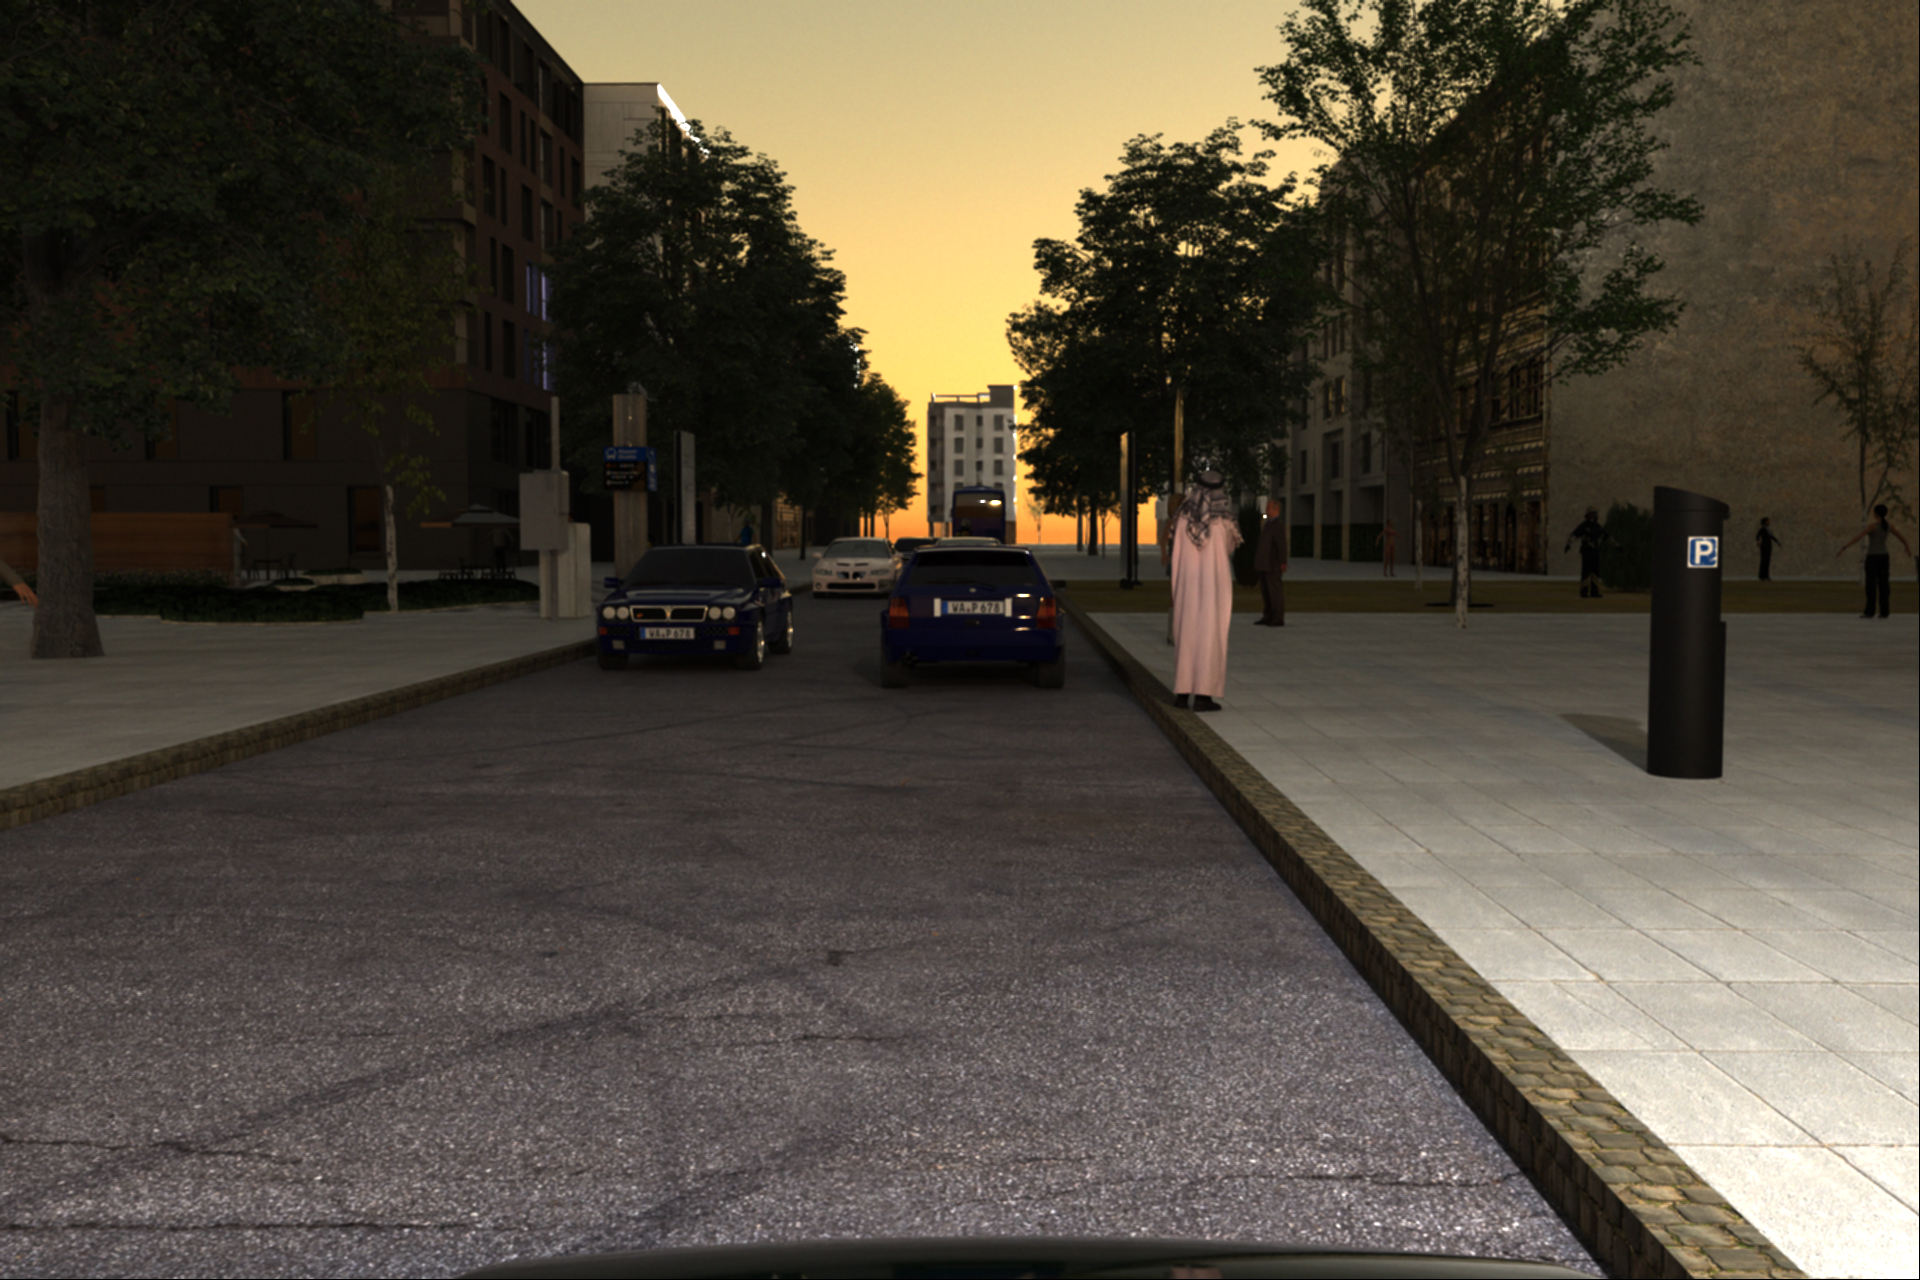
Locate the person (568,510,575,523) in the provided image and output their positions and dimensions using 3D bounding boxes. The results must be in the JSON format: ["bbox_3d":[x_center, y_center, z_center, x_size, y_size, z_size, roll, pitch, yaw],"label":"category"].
[{"bbox_3d":[-8.401,-1.893,37.225,0.705,1.796,1.348,0,4,-4],"label":"person"}]

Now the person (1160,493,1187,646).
[{"bbox_3d":[2.594,-0.812,19.887,0.721,1.753,1.214,2,4,33],"label":"person"}]

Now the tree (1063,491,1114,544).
[{"bbox_3d":[16.741,-17.758,224.748,7.601,10.594,8.767,0,4,-4],"label":"tree"}]

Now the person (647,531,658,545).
[{"bbox_3d":[-11.233,-3.342,60.572,1.347,1.837,0.705,-1,4,-21],"label":"person"}]

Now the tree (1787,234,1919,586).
[{"bbox_3d":[22.361,-5.671,43.077,4.360,8.622,3.978,0,3,0],"label":"tree"}]

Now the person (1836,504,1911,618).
[{"bbox_3d":[14.005,-1.205,26.518,1.217,1.737,0.721,0,4,-7],"label":"person"}]

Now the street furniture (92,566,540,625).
[{"bbox_3d":[-10.719,-0.847,29.469,5.734,0.657,10.072,1,4,12],"label":"street furniture"}]

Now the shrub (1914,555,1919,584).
[{"bbox_3d":[22.266,-1.731,39.416,1.383,1.207,1.383,0,3,0],"label":"shrub"}]

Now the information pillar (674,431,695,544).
[{"bbox_3d":[-6.367,-2.987,40.147,0.184,3.620,1.656,0,4,1],"label":"information pillar"}]

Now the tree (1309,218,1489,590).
[{"bbox_3d":[10.782,-5.464,39.706,4.360,8.622,3.978,0,3,0],"label":"tree"}]

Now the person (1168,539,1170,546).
[{"bbox_3d":[7.223,-3.010,55.404,1.347,1.806,0.705,-1,4,-19],"label":"person"}]

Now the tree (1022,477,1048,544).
[{"bbox_3d":[10.320,-16.470,219.651,4.360,8.622,3.978,0,3,0],"label":"tree"}]

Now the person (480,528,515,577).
[{"bbox_3d":[-13.718,-2.779,51.570,1.348,1.813,0.705,2,4,28],"label":"person"}]

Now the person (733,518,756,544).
[{"bbox_3d":[-7.002,-3.087,56.603,0.704,1.817,1.347,-3,5,-40],"label":"person"}]

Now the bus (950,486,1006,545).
[{"bbox_3d":[0.894,-5.895,87.924,2.896,3.916,12.251,0,3,0],"label":"bus"}]

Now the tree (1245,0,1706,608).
[{"bbox_3d":[8.796,-6.390,30.228,9.928,11.665,9.643,0,3,0],"label":"tree"}]

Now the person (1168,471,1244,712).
[{"bbox_3d":[1.787,-0.362,12.626,0.551,1.740,0.621,0,4,8],"label":"person"}]

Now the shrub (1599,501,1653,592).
[{"bbox_3d":[14.810,-2.068,38.230,1.690,2.028,1.600,0,3,0],"label":"shrub"}]

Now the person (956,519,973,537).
[{"bbox_3d":[0.180,-2.442,48.149,0.705,1.858,1.354,-2,4,-28],"label":"person"}]

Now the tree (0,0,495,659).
[{"bbox_3d":[-9.470,-6.796,17.763,9.857,13.997,8.962,0,3,0],"label":"tree"}]

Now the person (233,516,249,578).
[{"bbox_3d":[-21.244,-2.731,50.841,0.705,1.806,1.347,-3,5,-44],"label":"person"}]

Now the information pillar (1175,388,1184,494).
[{"bbox_3d":[3.555,-2.251,28.153,0.183,3.616,0.504,0,4,1],"label":"information pillar"}]

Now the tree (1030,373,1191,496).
[{"bbox_3d":[7.891,-9.095,83.110,8.767,10.594,7.601,-3,4,-39],"label":"tree"}]

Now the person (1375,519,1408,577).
[{"bbox_3d":[13.004,-2.778,52.227,1.217,1.733,0.721,-2,4,-26],"label":"person"}]

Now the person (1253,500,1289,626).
[{"bbox_3d":[4.331,-1.078,24.225,0.434,1.755,0.990,-1,4,-11],"label":"person"}]

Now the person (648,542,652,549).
[{"bbox_3d":[-8.029,-2.283,43.299,0.705,1.833,1.349,-2,4,-30],"label":"person"}]

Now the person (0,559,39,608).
[{"bbox_3d":[-5.218,-0.126,8.825,1.215,1.744,0.721,1,4,18],"label":"person"}]

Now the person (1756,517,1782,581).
[{"bbox_3d":[22.284,-2.509,47.751,1.216,1.740,0.721,-3,4,-37],"label":"person"}]

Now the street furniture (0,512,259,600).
[{"bbox_3d":[-19.489,-1.786,36.059,9.812,1.723,11.010,-1,4,-20],"label":"street furniture"}]

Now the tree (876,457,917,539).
[{"bbox_3d":[-9.551,-18.209,223.465,9.928,11.665,9.643,0,3,0],"label":"tree"}]

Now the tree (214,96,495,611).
[{"bbox_3d":[-9.285,-4.721,27.557,4.737,8.622,4.395,0,3,0],"label":"tree"}]

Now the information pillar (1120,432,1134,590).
[{"bbox_3d":[3.918,-3.015,40.606,0.184,3.620,1.656,0,4,0],"label":"information pillar"}]

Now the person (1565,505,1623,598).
[{"bbox_3d":[12.738,-1.783,34.925,1.354,1.856,0.705,-1,4,-17],"label":"person"}]
